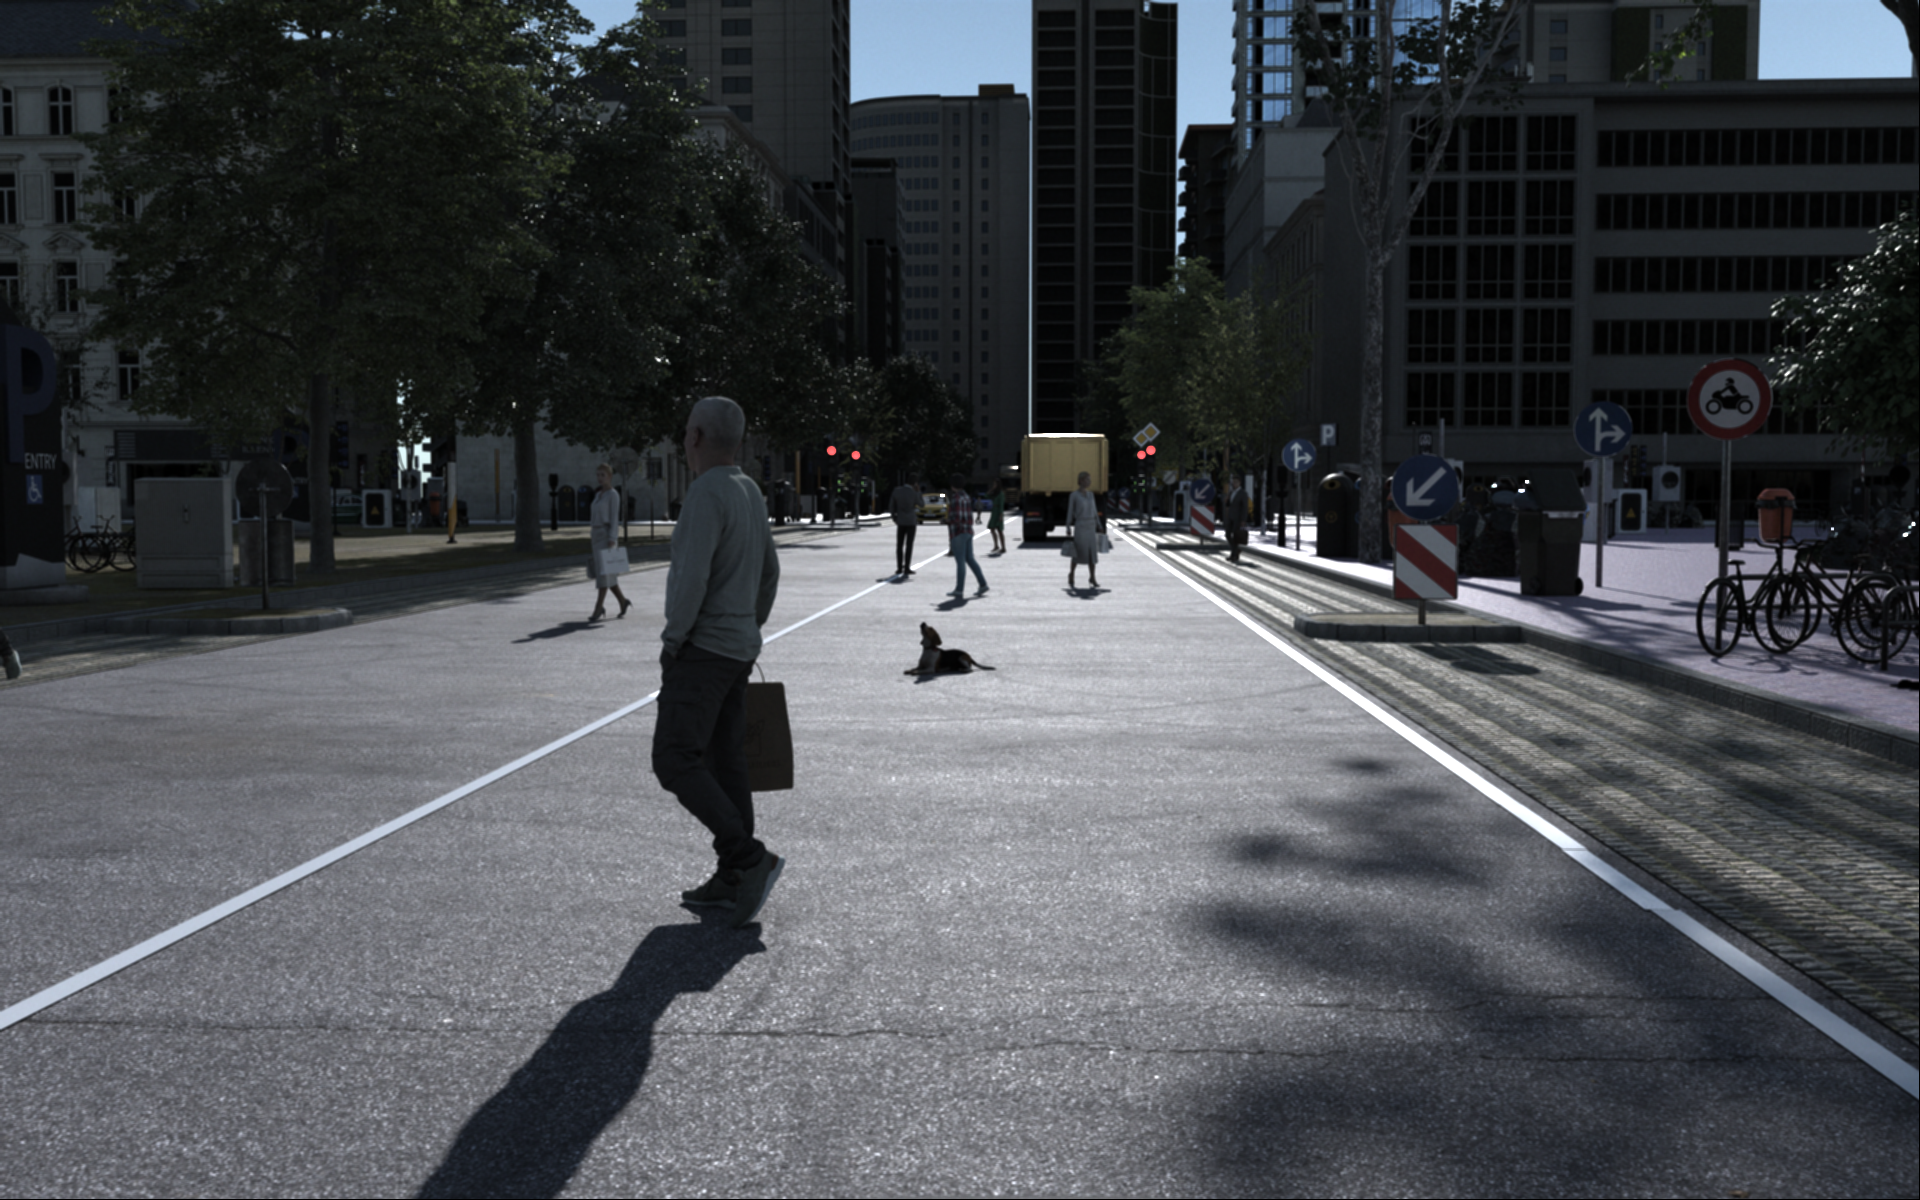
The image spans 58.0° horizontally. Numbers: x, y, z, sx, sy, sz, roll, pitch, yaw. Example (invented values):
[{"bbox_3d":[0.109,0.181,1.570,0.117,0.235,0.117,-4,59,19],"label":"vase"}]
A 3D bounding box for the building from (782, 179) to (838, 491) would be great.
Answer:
[{"bbox_3d":[-18.168,-21.016,137.118,14.314,27.812,24.014,0,4,3],"label":"building"}]

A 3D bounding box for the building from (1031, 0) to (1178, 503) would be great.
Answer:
[{"bbox_3d":[20.792,-49.675,250.433,20.611,71.187,20.563,0,4,3],"label":"building"}]

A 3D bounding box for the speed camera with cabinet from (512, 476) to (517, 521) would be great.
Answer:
[{"bbox_3d":[-21.126,-5.430,83.111,0.660,3.252,2.038,-1,4,-19],"label":"speed camera with cabinet"}]

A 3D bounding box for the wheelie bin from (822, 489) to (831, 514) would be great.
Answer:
[{"bbox_3d":[-8.281,-6.216,109.539,0.693,1.594,0.980,2,4,28],"label":"wheelie bin"}]

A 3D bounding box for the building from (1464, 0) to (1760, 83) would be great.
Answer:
[{"bbox_3d":[75.338,-40.452,203.384,28.212,58.520,21.231,0,4,3],"label":"building"}]

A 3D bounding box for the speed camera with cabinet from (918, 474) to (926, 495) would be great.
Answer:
[{"bbox_3d":[-3.931,-9.593,151.177,2.038,3.252,0.660,-3,4,-36],"label":"speed camera with cabinet"}]

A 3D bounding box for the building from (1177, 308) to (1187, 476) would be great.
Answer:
[{"bbox_3d":[38.303,-29.125,247.896,14.107,30.474,14.160,0,4,3],"label":"building"}]

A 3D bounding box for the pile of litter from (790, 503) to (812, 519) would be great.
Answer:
[{"bbox_3d":[-8.217,-4.679,90.461,1.176,0.858,1.719,3,4,38],"label":"pile of litter"}]

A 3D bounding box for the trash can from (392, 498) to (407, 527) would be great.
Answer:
[{"bbox_3d":[-21.955,-3.437,67.849,0.748,1.137,0.748,0,3,0],"label":"trash can"}]

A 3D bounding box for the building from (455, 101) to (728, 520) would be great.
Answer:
[{"bbox_3d":[-19.186,-14.583,93.178,10.420,20.320,16.860,0,4,3],"label":"building"}]

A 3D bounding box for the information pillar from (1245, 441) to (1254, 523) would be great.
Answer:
[{"bbox_3d":[12.691,-5.176,75.976,0.504,3.616,0.183,-3,5,-43],"label":"information pillar"}]

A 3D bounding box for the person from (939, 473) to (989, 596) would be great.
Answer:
[{"bbox_3d":[0.054,-0.919,24.362,0.643,1.720,0.563,2,4,23],"label":"person"}]

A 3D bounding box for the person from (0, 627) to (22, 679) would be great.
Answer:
[{"bbox_3d":[-7.693,-0.267,13.345,0.782,1.767,0.515,2,4,26],"label":"person"}]

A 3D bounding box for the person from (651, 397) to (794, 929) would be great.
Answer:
[{"bbox_3d":[-0.780,0.179,6.055,0.515,1.767,0.782,1,4,13],"label":"person"}]

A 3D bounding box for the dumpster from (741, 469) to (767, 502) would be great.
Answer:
[{"bbox_3d":[-8.120,-3.812,64.818,1.502,2.255,1.985,0,4,4],"label":"dumpster"}]

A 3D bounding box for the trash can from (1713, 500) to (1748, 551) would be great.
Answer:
[{"bbox_3d":[17.541,-1.701,39.464,0.748,1.137,0.748,0,3,0],"label":"trash can"}]

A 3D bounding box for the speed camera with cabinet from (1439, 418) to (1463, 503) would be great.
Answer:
[{"bbox_3d":[12.200,-3.085,44.778,2.038,3.252,0.660,-3,5,-41],"label":"speed camera with cabinet"}]

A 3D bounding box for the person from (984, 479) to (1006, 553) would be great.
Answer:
[{"bbox_3d":[0.933,-2.052,42.301,0.529,1.795,0.600,-2,4,-34],"label":"person"}]

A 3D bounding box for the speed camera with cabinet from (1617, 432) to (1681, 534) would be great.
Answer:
[{"bbox_3d":[21.852,-3.724,55.229,2.038,3.252,0.660,0,4,-3],"label":"speed camera with cabinet"}]

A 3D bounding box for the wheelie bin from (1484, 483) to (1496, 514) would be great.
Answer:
[{"bbox_3d":[9.737,-1.404,30.868,0.693,1.594,0.980,0,4,-1],"label":"wheelie bin"}]

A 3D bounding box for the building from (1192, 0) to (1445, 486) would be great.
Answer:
[{"bbox_3d":[35.578,-52.489,170.862,22.319,86.520,31.000,0,4,3],"label":"building"}]

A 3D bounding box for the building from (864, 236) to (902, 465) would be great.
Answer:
[{"bbox_3d":[-14.090,-25.855,194.433,14.160,30.474,14.107,0,4,3],"label":"building"}]

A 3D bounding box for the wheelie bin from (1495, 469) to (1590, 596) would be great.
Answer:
[{"bbox_3d":[7.458,-0.862,21.997,0.980,1.594,0.693,-1,4,-11],"label":"wheelie bin"}]

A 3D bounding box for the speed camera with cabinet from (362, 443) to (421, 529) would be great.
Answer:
[{"bbox_3d":[-21.009,-4.261,64.006,2.038,3.252,0.660,-1,4,-10],"label":"speed camera with cabinet"}]

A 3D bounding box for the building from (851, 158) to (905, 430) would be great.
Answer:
[{"bbox_3d":[-13.925,-32.358,212.645,14.086,41.232,14.154,0,4,3],"label":"building"}]

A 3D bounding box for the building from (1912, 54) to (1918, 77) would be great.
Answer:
[{"bbox_3d":[59.516,-16.329,84.993,19.932,24.808,12.078,0,4,3],"label":"building"}]

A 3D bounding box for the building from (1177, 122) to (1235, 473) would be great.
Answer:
[{"bbox_3d":[36.786,-33.498,202.321,22.147,44.769,28.867,0,4,3],"label":"building"}]

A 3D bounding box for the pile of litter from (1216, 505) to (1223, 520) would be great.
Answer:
[{"bbox_3d":[13.306,-4.481,87.229,1.719,0.858,1.176,0,4,6],"label":"pile of litter"}]

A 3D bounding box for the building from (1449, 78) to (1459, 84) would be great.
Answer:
[{"bbox_3d":[60.441,-43.248,249.100,28.212,58.520,21.231,0,4,3],"label":"building"}]

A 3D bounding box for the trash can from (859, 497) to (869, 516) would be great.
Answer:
[{"bbox_3d":[-5.642,-5.517,101.854,0.748,1.137,0.748,0,3,0],"label":"trash can"}]

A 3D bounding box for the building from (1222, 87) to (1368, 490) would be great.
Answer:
[{"bbox_3d":[27.302,-21.840,134.579,11.434,29.767,29.804,0,4,3],"label":"building"}]

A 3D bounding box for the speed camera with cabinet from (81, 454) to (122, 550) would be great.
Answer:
[{"bbox_3d":[-20.108,-2.790,39.950,2.038,3.252,0.660,3,5,40],"label":"speed camera with cabinet"}]

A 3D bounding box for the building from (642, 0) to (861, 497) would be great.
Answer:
[{"bbox_3d":[-19.643,-45.132,176.161,20.563,71.187,20.611,0,4,3],"label":"building"}]

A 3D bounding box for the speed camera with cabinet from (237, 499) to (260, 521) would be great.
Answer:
[{"bbox_3d":[-33.135,-5.362,81.997,2.038,3.252,0.660,-1,4,-14],"label":"speed camera with cabinet"}]

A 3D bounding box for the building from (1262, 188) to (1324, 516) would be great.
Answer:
[{"bbox_3d":[26.025,-16.712,109.398,11.583,22.565,21.152,0,4,3],"label":"building"}]

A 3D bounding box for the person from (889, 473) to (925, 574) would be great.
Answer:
[{"bbox_3d":[-0.958,-1.368,31.043,0.592,1.802,0.473,2,4,33],"label":"person"}]

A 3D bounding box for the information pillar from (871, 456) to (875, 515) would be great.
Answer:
[{"bbox_3d":[-5.315,-7.039,106.444,0.183,3.616,0.504,0,4,7],"label":"information pillar"}]

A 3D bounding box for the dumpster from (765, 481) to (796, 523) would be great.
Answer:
[{"bbox_3d":[-8.195,-4.460,78.682,1.264,1.857,1.865,0,4,3],"label":"dumpster"}]

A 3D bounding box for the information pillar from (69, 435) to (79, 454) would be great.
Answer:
[{"bbox_3d":[-35.316,-4.757,69.126,0.504,3.616,0.183,1,4,20],"label":"information pillar"}]

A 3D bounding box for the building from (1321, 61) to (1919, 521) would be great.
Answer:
[{"bbox_3d":[34.692,-16.487,88.624,30.058,24.678,14.314,0,4,3],"label":"building"}]

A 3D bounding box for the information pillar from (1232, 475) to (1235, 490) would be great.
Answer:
[{"bbox_3d":[10.641,-3.869,67.757,0.304,2.012,0.304,-1,4,-10],"label":"information pillar"}]

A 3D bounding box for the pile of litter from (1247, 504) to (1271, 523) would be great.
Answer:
[{"bbox_3d":[13.133,-3.891,77.578,1.719,0.858,1.176,1,4,13],"label":"pile of litter"}]

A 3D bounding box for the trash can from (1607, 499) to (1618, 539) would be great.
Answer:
[{"bbox_3d":[18.573,-2.342,49.946,0.748,1.137,0.748,0,3,0],"label":"trash can"}]

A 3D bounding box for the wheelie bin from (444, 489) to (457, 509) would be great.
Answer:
[{"bbox_3d":[-30.322,-5.839,103.381,0.693,1.594,0.980,3,5,42],"label":"wheelie bin"}]

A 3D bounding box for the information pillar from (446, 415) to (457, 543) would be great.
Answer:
[{"bbox_3d":[-13.250,-3.289,45.136,0.183,3.616,0.504,0,3,0],"label":"information pillar"}]

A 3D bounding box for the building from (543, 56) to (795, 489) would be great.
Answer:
[{"bbox_3d":[-19.399,-19.939,113.386,14.401,28.519,23.554,0,4,3],"label":"building"}]

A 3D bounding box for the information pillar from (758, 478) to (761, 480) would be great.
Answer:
[{"bbox_3d":[-9.072,-4.450,77.256,0.304,2.012,0.304,-1,4,-23],"label":"information pillar"}]

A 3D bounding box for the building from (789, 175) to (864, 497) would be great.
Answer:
[{"bbox_3d":[-17.028,-23.730,159.693,14.160,30.474,14.107,0,4,3],"label":"building"}]

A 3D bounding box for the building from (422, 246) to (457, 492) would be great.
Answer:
[{"bbox_3d":[-57.658,-34.569,215.315,14.200,45.320,14.600,0,4,3],"label":"building"}]

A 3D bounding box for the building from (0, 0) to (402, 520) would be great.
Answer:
[{"bbox_3d":[-54.617,-19.407,93.720,44.131,29.872,17.030,0,4,3],"label":"building"}]

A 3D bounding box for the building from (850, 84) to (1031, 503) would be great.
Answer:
[{"bbox_3d":[-3.947,-43.472,252.758,28.212,58.520,21.231,0,4,3],"label":"building"}]

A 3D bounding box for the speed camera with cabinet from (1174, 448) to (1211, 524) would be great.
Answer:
[{"bbox_3d":[10.094,-4.950,75.267,0.660,3.252,2.038,-2,4,-26],"label":"speed camera with cabinet"}]

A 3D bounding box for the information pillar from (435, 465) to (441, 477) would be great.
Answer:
[{"bbox_3d":[-41.543,-8.961,137.859,0.504,3.616,0.183,-3,4,-39],"label":"information pillar"}]

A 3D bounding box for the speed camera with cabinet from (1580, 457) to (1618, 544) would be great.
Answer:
[{"bbox_3d":[16.555,-3.136,45.604,0.660,3.252,2.038,0,4,1],"label":"speed camera with cabinet"}]

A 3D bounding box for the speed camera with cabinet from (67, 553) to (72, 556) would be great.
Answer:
[{"bbox_3d":[-19.216,-2.512,35.413,2.038,3.252,0.660,-1,4,-19],"label":"speed camera with cabinet"}]
